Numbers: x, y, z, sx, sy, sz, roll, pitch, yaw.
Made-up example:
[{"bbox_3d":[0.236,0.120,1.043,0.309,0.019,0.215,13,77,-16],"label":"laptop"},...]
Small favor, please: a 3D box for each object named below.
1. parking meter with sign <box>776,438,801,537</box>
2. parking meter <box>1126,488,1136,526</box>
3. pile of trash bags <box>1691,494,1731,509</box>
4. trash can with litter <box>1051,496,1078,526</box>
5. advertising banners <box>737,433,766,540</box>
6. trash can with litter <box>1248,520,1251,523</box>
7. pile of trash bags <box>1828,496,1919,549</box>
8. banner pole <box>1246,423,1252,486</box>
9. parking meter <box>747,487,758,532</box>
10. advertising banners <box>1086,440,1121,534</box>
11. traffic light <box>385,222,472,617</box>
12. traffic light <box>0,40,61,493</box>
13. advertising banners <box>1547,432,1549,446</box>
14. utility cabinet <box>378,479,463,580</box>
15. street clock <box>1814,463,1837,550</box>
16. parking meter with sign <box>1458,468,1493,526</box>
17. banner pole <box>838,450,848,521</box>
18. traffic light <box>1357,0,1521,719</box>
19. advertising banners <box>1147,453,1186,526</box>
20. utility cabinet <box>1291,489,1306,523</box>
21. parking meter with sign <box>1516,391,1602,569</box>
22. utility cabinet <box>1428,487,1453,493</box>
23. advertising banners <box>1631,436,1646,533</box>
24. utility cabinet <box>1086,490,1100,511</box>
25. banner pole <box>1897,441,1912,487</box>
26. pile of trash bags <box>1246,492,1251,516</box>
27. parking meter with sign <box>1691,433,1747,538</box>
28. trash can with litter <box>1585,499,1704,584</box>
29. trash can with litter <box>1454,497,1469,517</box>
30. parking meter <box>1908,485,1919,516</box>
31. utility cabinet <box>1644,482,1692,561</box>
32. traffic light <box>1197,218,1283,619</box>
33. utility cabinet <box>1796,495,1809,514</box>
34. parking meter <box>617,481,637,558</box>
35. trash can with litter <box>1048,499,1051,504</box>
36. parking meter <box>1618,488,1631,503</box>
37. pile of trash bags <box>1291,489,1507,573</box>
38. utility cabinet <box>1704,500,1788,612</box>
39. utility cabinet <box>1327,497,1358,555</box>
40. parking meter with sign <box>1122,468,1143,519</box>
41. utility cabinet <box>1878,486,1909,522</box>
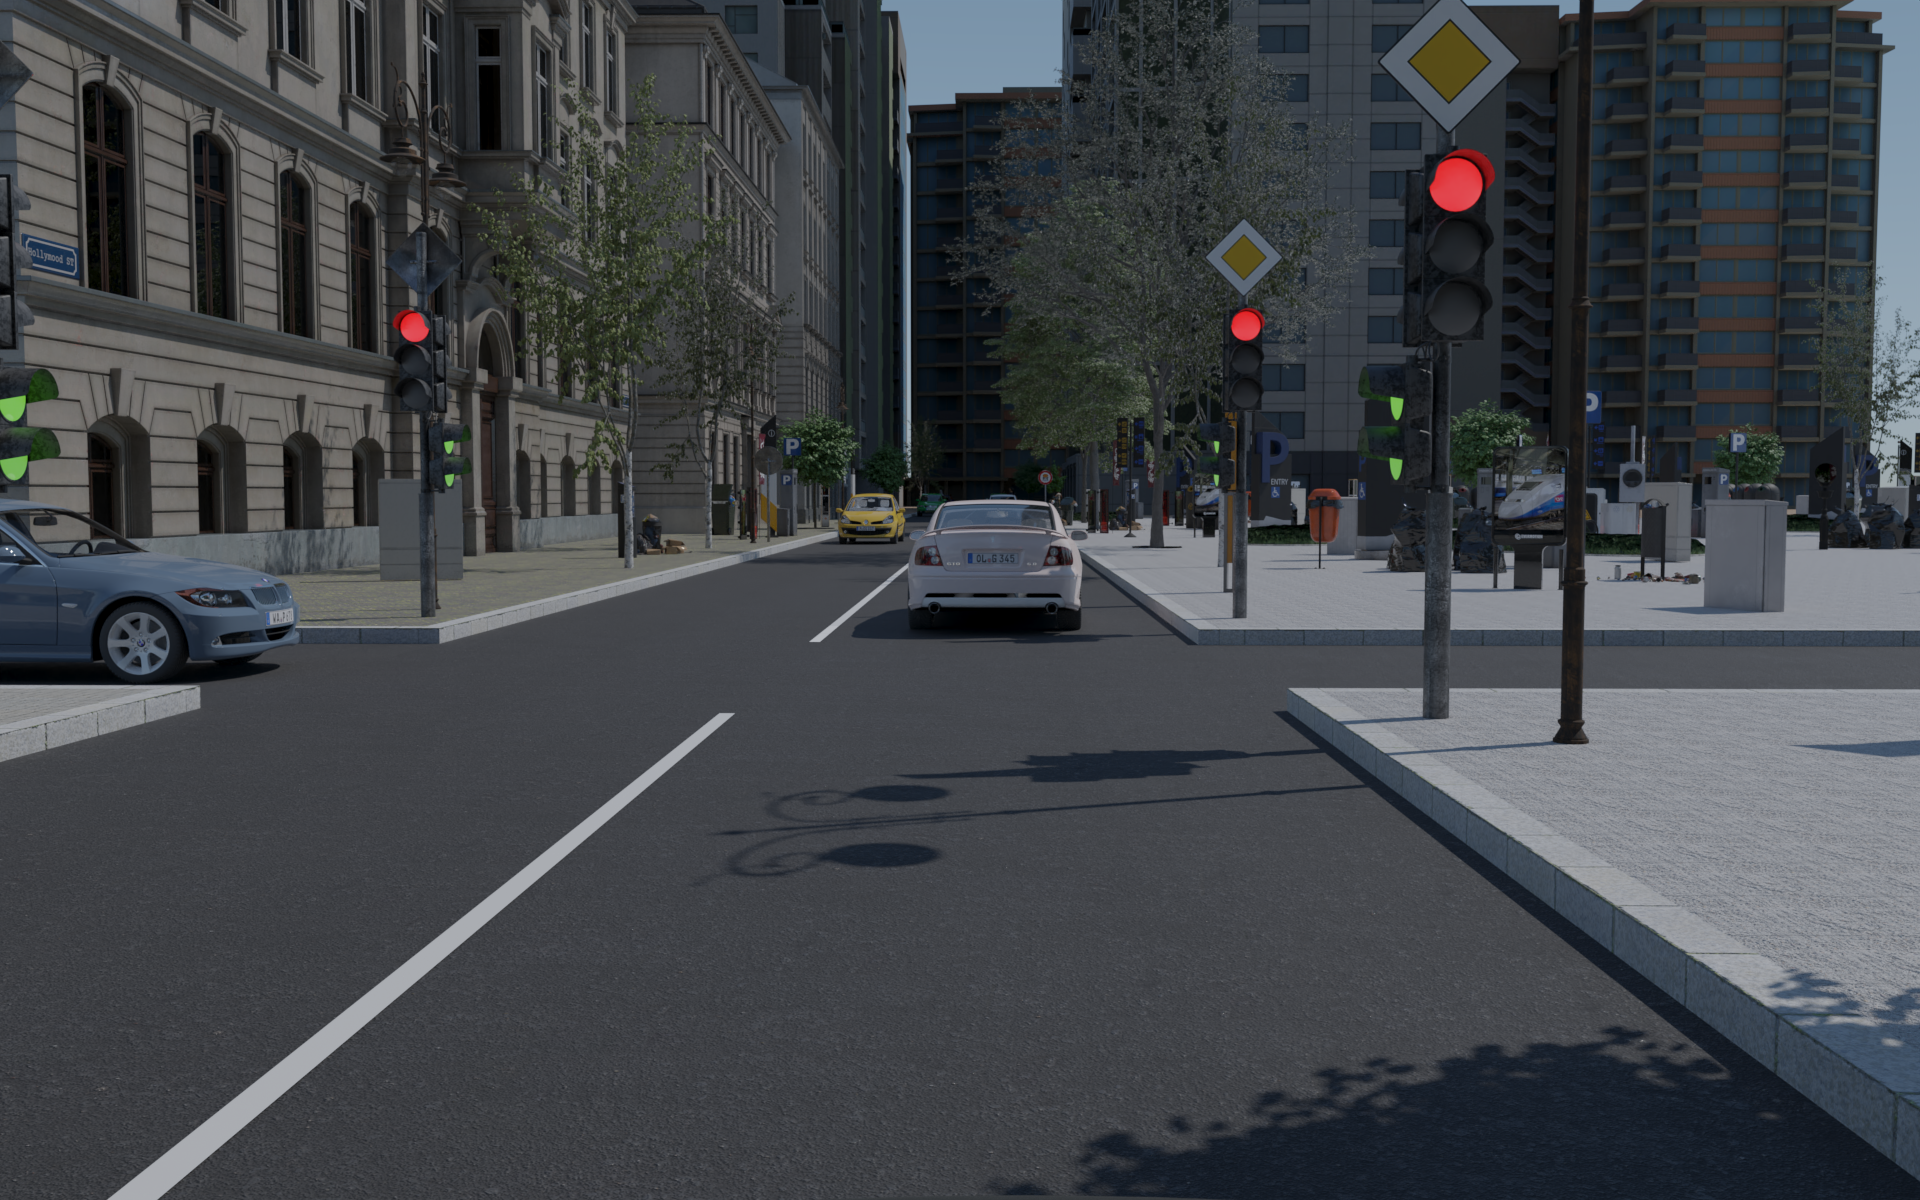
[{"bbox_3d":[-5.256,-3.463,52.876,0.543,3.016,1.738,0,4,5],"label":"parking meter with sign"},{"bbox_3d":[6.889,-3.753,69.771,0.372,1.533,0.369,0,3,0],"label":"parking meter"},{"bbox_3d":[23.626,-2.804,55.603,3.447,1.369,1.912,-2,4,-35],"label":"pile of trash bags"},{"bbox_3d":[4.260,-3.557,69.542,0.624,1.170,1.055,2,4,25],"label":"trash can with litter"},{"bbox_3d":[-5.892,-3.243,49.214,0.090,3.025,2.074,1,4,15],"label":"advertising banners"},{"bbox_3d":[12.697,-3.965,75.882,2.233,1.210,1.678,1,4,20],"label":"trash can with litter"},{"bbox_3d":[22.498,-1.924,41.208,3.447,1.369,1.912,-1,4,-17],"label":"pile of trash bags"},{"bbox_3d":[10.132,-4.296,60.256,0.863,3.779,0.401,1,4,22],"label":"banner pole"},{"bbox_3d":[-7.041,-3.075,58.683,0.372,1.533,0.369,0,3,0],"label":"parking meter"},{"bbox_3d":[4.700,-3.689,56.509,0.090,3.025,2.074,-2,4,-28],"label":"advertising banners"},{"bbox_3d":[-5.535,-1.776,17.964,0.839,4.253,0.868,0,4,1],"label":"traffic light"},{"bbox_3d":[-5.698,-1.288,9.980,0.839,4.253,0.868,0,4,1],"label":"traffic light"},{"bbox_3d":[16.790,-3.268,49.622,0.090,3.025,2.074,1,4,17],"label":"advertising banners"},{"bbox_3d":[-8.004,-1.041,25.707,1.173,1.500,0.318,-1,4,-20],"label":"utility cabinet"},{"bbox_3d":[19.930,-2.162,39.921,0.471,2.002,0.358,2,4,25],"label":"street clock"},{"bbox_3d":[15.743,-3.378,51.494,1.738,3.016,0.543,2,4,26],"label":"parking meter with sign"},{"bbox_3d":[-5.184,-5.263,76.063,0.401,3.779,0.863,3,4,36],"label":"banner pole"},{"bbox_3d":[2.712,-1.279,9.825,0.839,4.253,0.868,0,4,1],"label":"traffic light"},{"bbox_3d":[8.294,-4.512,69.952,0.090,3.025,2.074,-3,5,-44],"label":"advertising banners"},{"bbox_3d":[13.756,-3.820,71.131,0.318,1.500,1.173,3,5,40],"label":"utility cabinet"},{"bbox_3d":[10.321,-2.070,30.107,0.543,3.016,1.738,-1,4,-18],"label":"parking meter with sign"},{"bbox_3d":[13.571,-2.521,49.894,1.173,1.500,0.318,3,4,38],"label":"utility cabinet"},{"bbox_3d":[20.257,-3.398,51.745,0.090,3.025,2.074,2,4,32],"label":"advertising banners"},{"bbox_3d":[6.646,-4.710,85.689,1.173,1.500,0.318,0,4,-4],"label":"utility cabinet"},{"bbox_3d":[44.265,-5.586,81.342,0.863,3.779,0.401,0,4,-1],"label":"banner pole"},{"bbox_3d":[12.093,-3.349,64.508,3.447,1.369,1.912,2,4,31],"label":"pile of trash bags"},{"bbox_3d":[21.931,-3.302,50.250,0.543,3.016,1.738,-1,4,-17],"label":"parking meter with sign"},{"bbox_3d":[10.288,-0.874,25.354,1.678,1.210,2.233,-1,4,-12],"label":"trash can with litter"},{"bbox_3d":[20.186,-3.558,69.555,0.624,1.170,1.055,0,4,8],"label":"trash can with litter"},{"bbox_3d":[25.409,-2.301,46.029,0.372,1.533,0.369,0,3,0],"label":"parking meter"},{"bbox_3d":[13.479,-1.487,32.984,0.318,1.500,1.173,0,4,-8],"label":"utility cabinet"},{"bbox_3d":[2.875,-1.767,17.808,0.839,4.253,0.868,0,4,1],"label":"traffic light"},{"bbox_3d":[40.452,-4.375,82.700,0.306,1.237,1.020,-2,4,-29],"label":"utility cabinet"},{"bbox_3d":[-6.698,-1.617,34.848,0.372,1.533,0.369,0,3,0],"label":"parking meter"},{"bbox_3d":[4.655,-4.767,89.324,0.624,1.170,1.055,-3,4,-37],"label":"trash can with litter"},{"bbox_3d":[27.101,-3.818,70.831,0.372,1.533,0.369,0,3,0],"label":"parking meter"},{"bbox_3d":[7.536,-1.194,29.267,3.447,1.369,1.912,2,4,26],"label":"pile of trash bags"},{"bbox_3d":[8.730,-0.495,19.263,0.306,1.237,1.020,-1,4,-13],"label":"utility cabinet"},{"bbox_3d":[8.303,-1.558,36.632,1.020,1.237,0.306,2,4,25],"label":"utility cabinet"},{"bbox_3d":[8.848,-5.691,89.308,0.543,3.016,1.738,-2,4,-29],"label":"parking meter with sign"},{"bbox_3d":[27.360,-2.570,50.691,0.318,1.500,1.173,-1,4,-9],"label":"utility cabinet"}]
